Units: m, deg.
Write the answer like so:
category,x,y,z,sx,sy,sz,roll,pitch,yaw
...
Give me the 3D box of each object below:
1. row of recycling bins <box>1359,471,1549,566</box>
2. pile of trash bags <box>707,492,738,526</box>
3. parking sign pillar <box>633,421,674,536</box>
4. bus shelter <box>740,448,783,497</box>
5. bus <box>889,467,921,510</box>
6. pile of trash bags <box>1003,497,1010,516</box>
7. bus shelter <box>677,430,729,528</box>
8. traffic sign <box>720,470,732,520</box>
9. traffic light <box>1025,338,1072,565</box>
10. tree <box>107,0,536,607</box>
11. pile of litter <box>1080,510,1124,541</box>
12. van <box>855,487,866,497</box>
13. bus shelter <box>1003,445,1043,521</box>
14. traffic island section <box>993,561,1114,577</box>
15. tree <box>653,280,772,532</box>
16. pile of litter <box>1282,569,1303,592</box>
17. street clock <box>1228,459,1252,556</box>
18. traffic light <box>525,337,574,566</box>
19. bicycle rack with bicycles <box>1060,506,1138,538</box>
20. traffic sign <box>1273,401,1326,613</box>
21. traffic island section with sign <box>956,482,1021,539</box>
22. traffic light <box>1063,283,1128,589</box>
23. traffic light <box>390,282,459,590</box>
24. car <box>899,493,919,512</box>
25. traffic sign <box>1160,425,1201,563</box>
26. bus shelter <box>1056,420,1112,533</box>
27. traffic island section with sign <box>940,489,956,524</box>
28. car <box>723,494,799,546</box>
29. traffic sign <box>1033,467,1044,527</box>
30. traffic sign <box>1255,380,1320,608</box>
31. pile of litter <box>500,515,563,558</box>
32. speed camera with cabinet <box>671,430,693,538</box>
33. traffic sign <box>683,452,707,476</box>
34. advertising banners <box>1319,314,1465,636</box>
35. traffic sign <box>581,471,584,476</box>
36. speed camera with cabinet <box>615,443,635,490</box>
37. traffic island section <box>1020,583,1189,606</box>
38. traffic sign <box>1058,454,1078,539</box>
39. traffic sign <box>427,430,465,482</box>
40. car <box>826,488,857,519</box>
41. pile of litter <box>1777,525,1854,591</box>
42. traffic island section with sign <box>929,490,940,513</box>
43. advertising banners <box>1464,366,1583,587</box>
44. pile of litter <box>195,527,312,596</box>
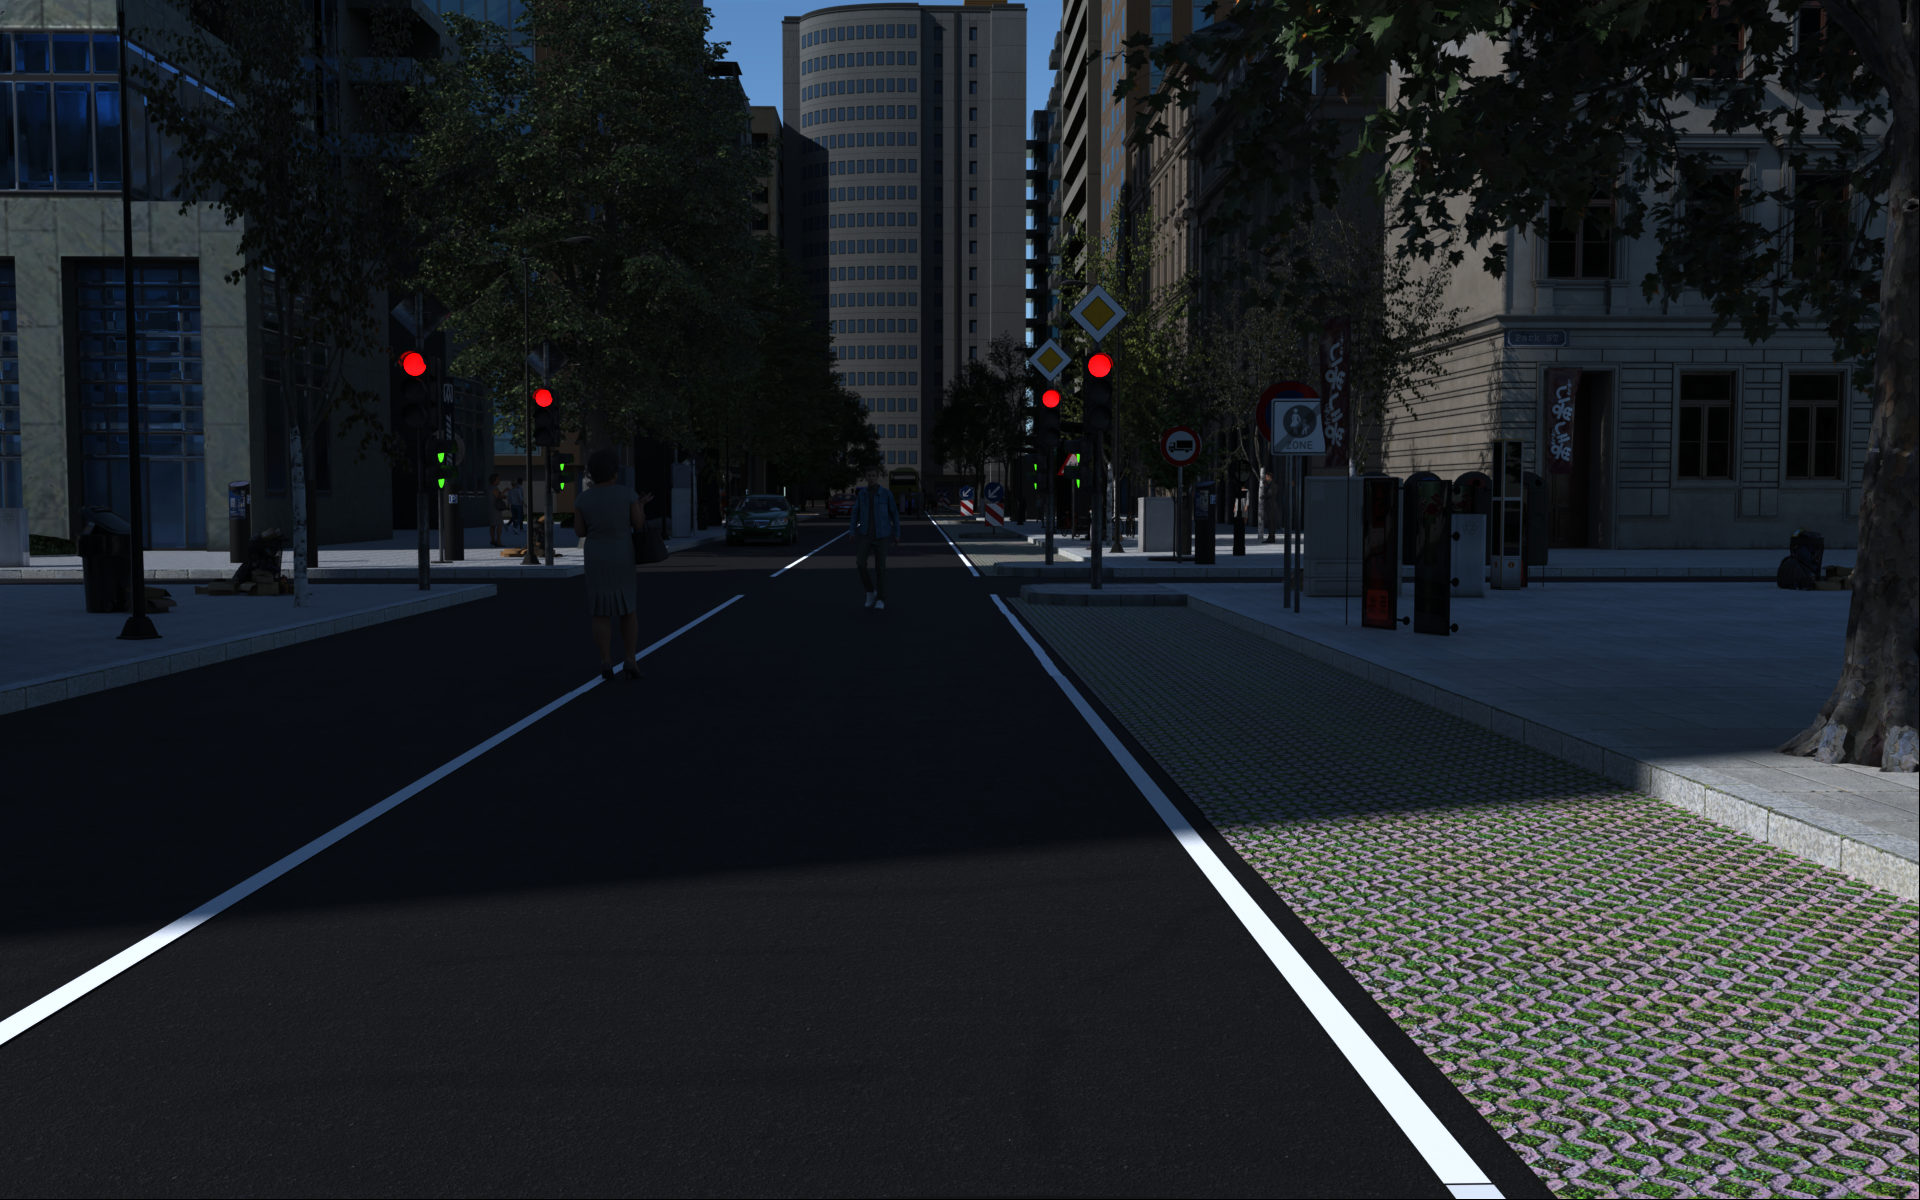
category,x,y,z,sx,sy,sz,roll,pitch,yaw
row of recycling bins,8.829,-1.485,31.390,3.534,1.692,1.069,0,4,1
pile of trash bags,-9.726,-3.752,71.093,1.912,1.369,3.447,0,4,-5
parking sign pillar,-9.420,-3.985,53.631,1.447,3.967,1.447,-1,4,-11
bus shelter,-10.018,-5.917,88.029,1.731,3.624,6.357,0,4,-2
bus,-5.081,-10.239,158.959,2.896,3.916,12.252,0,4,-1
pile of trash bags,3.466,-5.657,102.250,1.912,1.369,3.447,1,4,9
bus shelter,-9.989,-4.569,65.983,1.731,3.624,6.357,0,4,-2
traffic sign,-11.760,-5.280,86.441,0.768,2.556,0.104,0,4,1
traffic light,1.600,-2.589,31.258,0.839,4.253,0.868,0,4,-2
tree,-7.254,-4.222,19.400,4.360,8.622,3.978,0,3,0
pile of litter,3.928,-2.075,47.889,1.176,0.858,1.719,0,4,-3
van,-7.907,-8.628,145.446,2.240,2.365,5.245,0,4,-1
bus shelter,3.173,-5.848,86.892,1.731,3.624,6.357,0,4,-1
traffic island section,1.640,-0.556,31.373,2.009,0.180,2.903,0,4,-2
tree,-8.826,-6.644,58.987,4.737,8.622,4.395,0,3,0
pile of litter,4.864,-0.578,23.409,1.176,0.858,1.719,3,5,43
street clock,5.817,-1.925,36.039,0.471,2.002,0.358,-2,4,-31
traffic light,-7.358,-2.573,30.991,0.839,4.253,0.868,0,4,-2
bicycle rack with bicycles,4.421,-2.309,51.133,2.852,0.926,2.925,-1,4,-13
traffic sign,3.641,-1.010,18.648,0.606,2.300,0.079,0,4,0
traffic island section with sign,0.962,-2.899,56.024,1.989,1.847,2.006,0,4,-2
traffic light,1.824,-2.101,23.276,0.839,4.253,0.868,0,4,-2
traffic light,-7.133,-2.085,23.009,0.839,4.253,0.868,0,4,-2
car,-4.072,-8.098,141.996,1.945,1.707,3.694,0,4,-1
traffic sign,4.078,-1.956,32.091,0.768,2.556,0.104,0,4,-1
bus shelter,4.003,-4.105,58.397,1.731,3.624,6.357,0,4,-1
traffic island section with sign,0.190,-4.557,83.138,1.989,1.847,2.006,0,4,-2
car,-5.637,-2.310,49.566,2.131,1.459,4.920,0,4,-2
traffic sign,3.251,-4.128,67.596,0.768,2.556,0.104,0,4,5
traffic sign,3.695,-1.185,19.480,0.768,2.556,0.104,0,4,8
pile of litter,-8.769,-1.312,35.411,1.176,0.858,1.719,-2,4,-26
speed camera with cabinet,-8.285,-3.500,51.564,0.660,3.252,2.038,0,4,-8
traffic sign,-8.131,-3.251,52.889,0.795,2.593,0.064,0,4,5
advertising banners,4.010,-1.237,16.418,0.090,3.025,2.074,-2,4,-25
traffic sign,-10.802,-3.146,51.433,0.884,2.594,0.081,0,4,-1
speed camera with cabinet,-10.304,-3.759,55.791,2.038,3.252,0.660,2,4,27
traffic island section,1.864,-0.068,23.391,2.009,0.180,2.903,0,4,-2
traffic sign,3.195,-2.992,48.925,0.884,2.594,0.081,0,4,5
traffic sign,-10.181,-2.090,34.283,0.768,2.556,0.104,0,4,-1
car,-6.811,-5.723,102.619,2.155,1.783,4.494,0,4,-1
pile of litter,11.812,-0.590,23.605,1.719,0.858,1.176,-2,4,-32
traffic island section with sign,-1.220,-7.631,133.396,1.989,1.847,2.006,0,4,-2
advertising banners,7.543,-1.684,23.720,2.074,3.025,0.090,-1,4,-10
pile of litter,-9.083,-0.505,22.218,1.719,0.858,1.176,3,5,43
